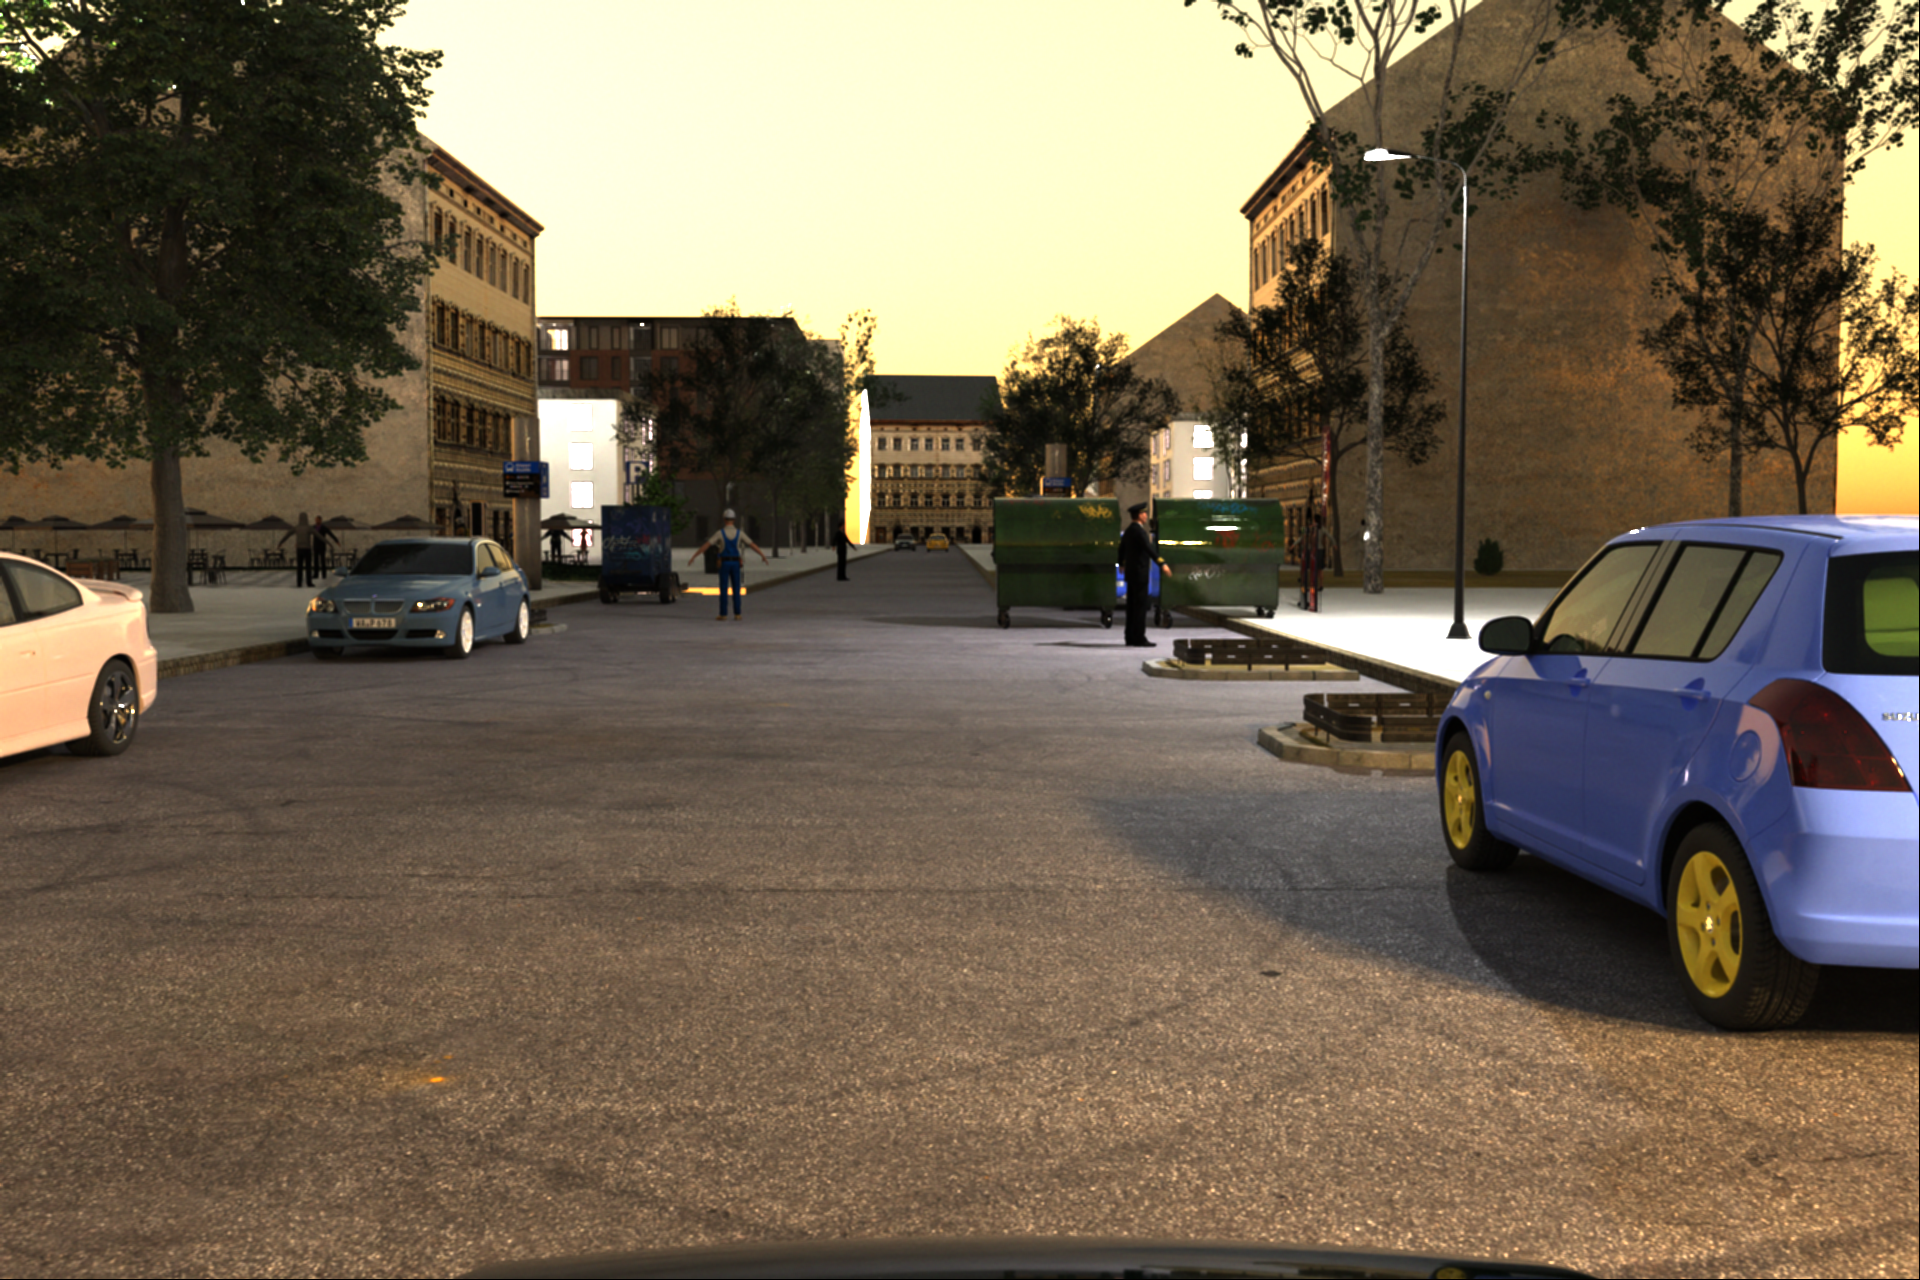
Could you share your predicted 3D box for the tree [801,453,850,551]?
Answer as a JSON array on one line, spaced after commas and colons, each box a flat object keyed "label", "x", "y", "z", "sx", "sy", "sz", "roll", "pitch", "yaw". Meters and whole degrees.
[{"label": "tree", "x": -10.415, "y": -10.872, "z": 128.115, "sx": 4.737, "sy": 8.622, "sz": 4.395, "roll": 0, "pitch": 3, "yaw": 0}]

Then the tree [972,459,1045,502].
[{"label": "tree", "x": 5.206, "y": -12.843, "z": 144.390, "sx": 8.767, "sy": 10.594, "sz": 7.601, "roll": 0, "pitch": 4, "yaw": -2}]

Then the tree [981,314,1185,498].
[{"label": "tree", "x": 5.084, "y": -8.559, "z": 74.351, "sx": 8.767, "sy": 10.594, "sz": 7.601, "roll": -1, "pitch": 4, "yaw": -15}]

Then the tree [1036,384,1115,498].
[{"label": "tree", "x": 5.237, "y": -8.049, "z": 81.960, "sx": 4.360, "sy": 8.622, "sz": 3.978, "roll": 0, "pitch": 3, "yaw": 0}]

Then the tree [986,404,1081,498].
[{"label": "tree", "x": 5.411, "y": -11.242, "z": 118.213, "sx": 7.601, "sy": 10.594, "sz": 8.767, "roll": -2, "pitch": 4, "yaw": -23}]

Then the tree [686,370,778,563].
[{"label": "tree", "x": -9.532, "y": -7.741, "z": 76.925, "sx": 4.360, "sy": 8.622, "sz": 3.978, "roll": 0, "pitch": 3, "yaw": 0}]

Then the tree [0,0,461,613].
[{"label": "tree", "x": -13.020, "y": -7.416, "z": 27.912, "sx": 9.857, "sy": 13.997, "sz": 8.962, "roll": 0, "pitch": 3, "yaw": 0}]

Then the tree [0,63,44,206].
[{"label": "tree", "x": -12.191, "y": -4.962, "z": 15.534, "sx": 7.601, "sy": 10.594, "sz": 8.767, "roll": -2, "pitch": 4, "yaw": -32}]

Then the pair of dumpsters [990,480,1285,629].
[{"label": "pair of dumpsters", "x": 2.687, "y": -1.327, "z": 26.652, "sx": 4.436, "sy": 2.255, "sz": 1.574, "roll": 0, "pitch": 4, "yaw": 0}]

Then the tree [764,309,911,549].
[{"label": "tree", "x": -9.617, "y": -17.629, "z": 144.118, "sx": 12.611, "sy": 20.169, "sz": 13.585, "roll": 0, "pitch": 3, "yaw": 0}]

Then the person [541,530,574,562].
[{"label": "person", "x": -15.723, "y": -3.770, "z": 67.414, "sx": 1.354, "sy": 1.856, "sz": 0.705, "roll": -1, "pitch": 4, "yaw": -12}]

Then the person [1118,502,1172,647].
[{"label": "person", "x": 2.291, "y": -0.838, "z": 22.096, "sx": 0.705, "sy": 1.837, "sz": 1.347, "roll": -1, "pitch": 4, "yaw": -21}]

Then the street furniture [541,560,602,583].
[{"label": "street furniture", "x": -12.613, "y": -2.073, "z": 49.523, "sx": 5.734, "sy": 0.657, "sz": 10.072, "roll": -2, "pitch": 4, "yaw": -29}]

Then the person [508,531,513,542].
[{"label": "person", "x": -18.738, "y": -4.142, "z": 73.693, "sx": 0.705, "sy": 1.833, "sz": 1.349, "roll": 3, "pitch": 4, "yaw": 37}]

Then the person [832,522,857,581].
[{"label": "person", "x": -3.614, "y": -2.735, "z": 53.359, "sx": 0.705, "sy": 1.806, "sz": 1.347, "roll": 2, "pitch": 4, "yaw": 27}]

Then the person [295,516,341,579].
[{"label": "person", "x": -18.424, "y": -2.663, "z": 49.763, "sx": 1.346, "sy": 1.802, "sz": 0.704, "roll": 0, "pitch": 4, "yaw": 4}]

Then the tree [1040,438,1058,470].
[{"label": "tree", "x": 13.906, "y": -23.130, "z": 234.063, "sx": 12.611, "sy": 20.169, "sz": 13.585, "roll": 0, "pitch": 3, "yaw": 0}]

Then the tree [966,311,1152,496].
[{"label": "tree", "x": 5.463, "y": -11.277, "z": 94.750, "sx": 12.009, "sy": 13.543, "sz": 11.850, "roll": 0, "pitch": 3, "yaw": 0}]

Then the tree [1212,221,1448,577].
[{"label": "tree", "x": 11.117, "y": -7.199, "z": 52.109, "sx": 7.601, "sy": 10.594, "sz": 8.767, "roll": 1, "pitch": 4, "yaw": 20}]

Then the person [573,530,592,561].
[{"label": "person", "x": -16.942, "y": -4.339, "z": 77.752, "sx": 0.721, "sy": 1.733, "sz": 1.217, "roll": 2, "pitch": 4, "yaw": 29}]

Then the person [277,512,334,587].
[{"label": "person", "x": -15.909, "y": -2.196, "z": 42.029, "sx": 1.348, "sy": 1.813, "sz": 0.705, "roll": 0, "pitch": 4, "yaw": -3}]

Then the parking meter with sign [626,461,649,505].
[{"label": "parking meter with sign", "x": -7.727, "y": -2.821, "z": 42.384, "sx": 0.543, "sy": 3.016, "sz": 1.738, "roll": 0, "pitch": 4, "yaw": -1}]

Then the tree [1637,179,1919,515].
[{"label": "tree", "x": 22.006, "y": -6.752, "z": 44.812, "sx": 8.767, "sy": 10.594, "sz": 7.601, "roll": 1, "pitch": 4, "yaw": 22}]

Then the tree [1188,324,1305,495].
[{"label": "tree", "x": 9.672, "y": -6.757, "z": 60.840, "sx": 4.360, "sy": 8.622, "sz": 3.978, "roll": 0, "pitch": 3, "yaw": 0}]

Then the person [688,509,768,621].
[{"label": "person", "x": -3.837, "y": -1.253, "z": 28.803, "sx": 1.347, "sy": 1.847, "sz": 0.705, "roll": -1, "pitch": 4, "yaw": -19}]

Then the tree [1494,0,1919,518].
[{"label": "tree", "x": 23.567, "y": -12.224, "z": 55.746, "sx": 12.611, "sy": 20.169, "sz": 13.585, "roll": 0, "pitch": 3, "yaw": 0}]

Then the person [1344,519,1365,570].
[{"label": "person", "x": 14.480, "y": -3.425, "z": 62.192, "sx": 1.347, "sy": 1.806, "sz": 0.705, "roll": 0, "pitch": 4, "yaw": -1}]

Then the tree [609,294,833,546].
[{"label": "tree", "x": -9.491, "y": -8.172, "z": 68.033, "sx": 8.767, "sy": 10.594, "sz": 7.601, "roll": -1, "pitch": 4, "yaw": -20}]

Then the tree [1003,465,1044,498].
[{"label": "tree", "x": 5.122, "y": -11.425, "z": 137.162, "sx": 4.737, "sy": 8.622, "sz": 4.395, "roll": 0, "pitch": 3, "yaw": 0}]

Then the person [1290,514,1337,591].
[{"label": "person", "x": 7.943, "y": -1.958, "z": 38.837, "sx": 1.217, "sy": 1.735, "sz": 0.721, "roll": -1, "pitch": 4, "yaw": -21}]

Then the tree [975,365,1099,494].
[{"label": "tree", "x": 4.918, "y": -11.033, "z": 106.151, "sx": 9.928, "sy": 11.665, "sz": 9.643, "roll": 0, "pitch": 3, "yaw": 0}]

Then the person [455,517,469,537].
[{"label": "person", "x": -17.054, "y": -3.260, "z": 59.077, "sx": 0.705, "sy": 1.858, "sz": 1.354, "roll": 0, "pitch": 4, "yaw": -2}]

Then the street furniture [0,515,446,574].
[{"label": "street furniture", "x": -32.742, "y": -3.298, "z": 58.955, "sx": 27.439, "sy": 1.986, "sz": 14.083, "roll": 0, "pitch": 4, "yaw": 6}]
